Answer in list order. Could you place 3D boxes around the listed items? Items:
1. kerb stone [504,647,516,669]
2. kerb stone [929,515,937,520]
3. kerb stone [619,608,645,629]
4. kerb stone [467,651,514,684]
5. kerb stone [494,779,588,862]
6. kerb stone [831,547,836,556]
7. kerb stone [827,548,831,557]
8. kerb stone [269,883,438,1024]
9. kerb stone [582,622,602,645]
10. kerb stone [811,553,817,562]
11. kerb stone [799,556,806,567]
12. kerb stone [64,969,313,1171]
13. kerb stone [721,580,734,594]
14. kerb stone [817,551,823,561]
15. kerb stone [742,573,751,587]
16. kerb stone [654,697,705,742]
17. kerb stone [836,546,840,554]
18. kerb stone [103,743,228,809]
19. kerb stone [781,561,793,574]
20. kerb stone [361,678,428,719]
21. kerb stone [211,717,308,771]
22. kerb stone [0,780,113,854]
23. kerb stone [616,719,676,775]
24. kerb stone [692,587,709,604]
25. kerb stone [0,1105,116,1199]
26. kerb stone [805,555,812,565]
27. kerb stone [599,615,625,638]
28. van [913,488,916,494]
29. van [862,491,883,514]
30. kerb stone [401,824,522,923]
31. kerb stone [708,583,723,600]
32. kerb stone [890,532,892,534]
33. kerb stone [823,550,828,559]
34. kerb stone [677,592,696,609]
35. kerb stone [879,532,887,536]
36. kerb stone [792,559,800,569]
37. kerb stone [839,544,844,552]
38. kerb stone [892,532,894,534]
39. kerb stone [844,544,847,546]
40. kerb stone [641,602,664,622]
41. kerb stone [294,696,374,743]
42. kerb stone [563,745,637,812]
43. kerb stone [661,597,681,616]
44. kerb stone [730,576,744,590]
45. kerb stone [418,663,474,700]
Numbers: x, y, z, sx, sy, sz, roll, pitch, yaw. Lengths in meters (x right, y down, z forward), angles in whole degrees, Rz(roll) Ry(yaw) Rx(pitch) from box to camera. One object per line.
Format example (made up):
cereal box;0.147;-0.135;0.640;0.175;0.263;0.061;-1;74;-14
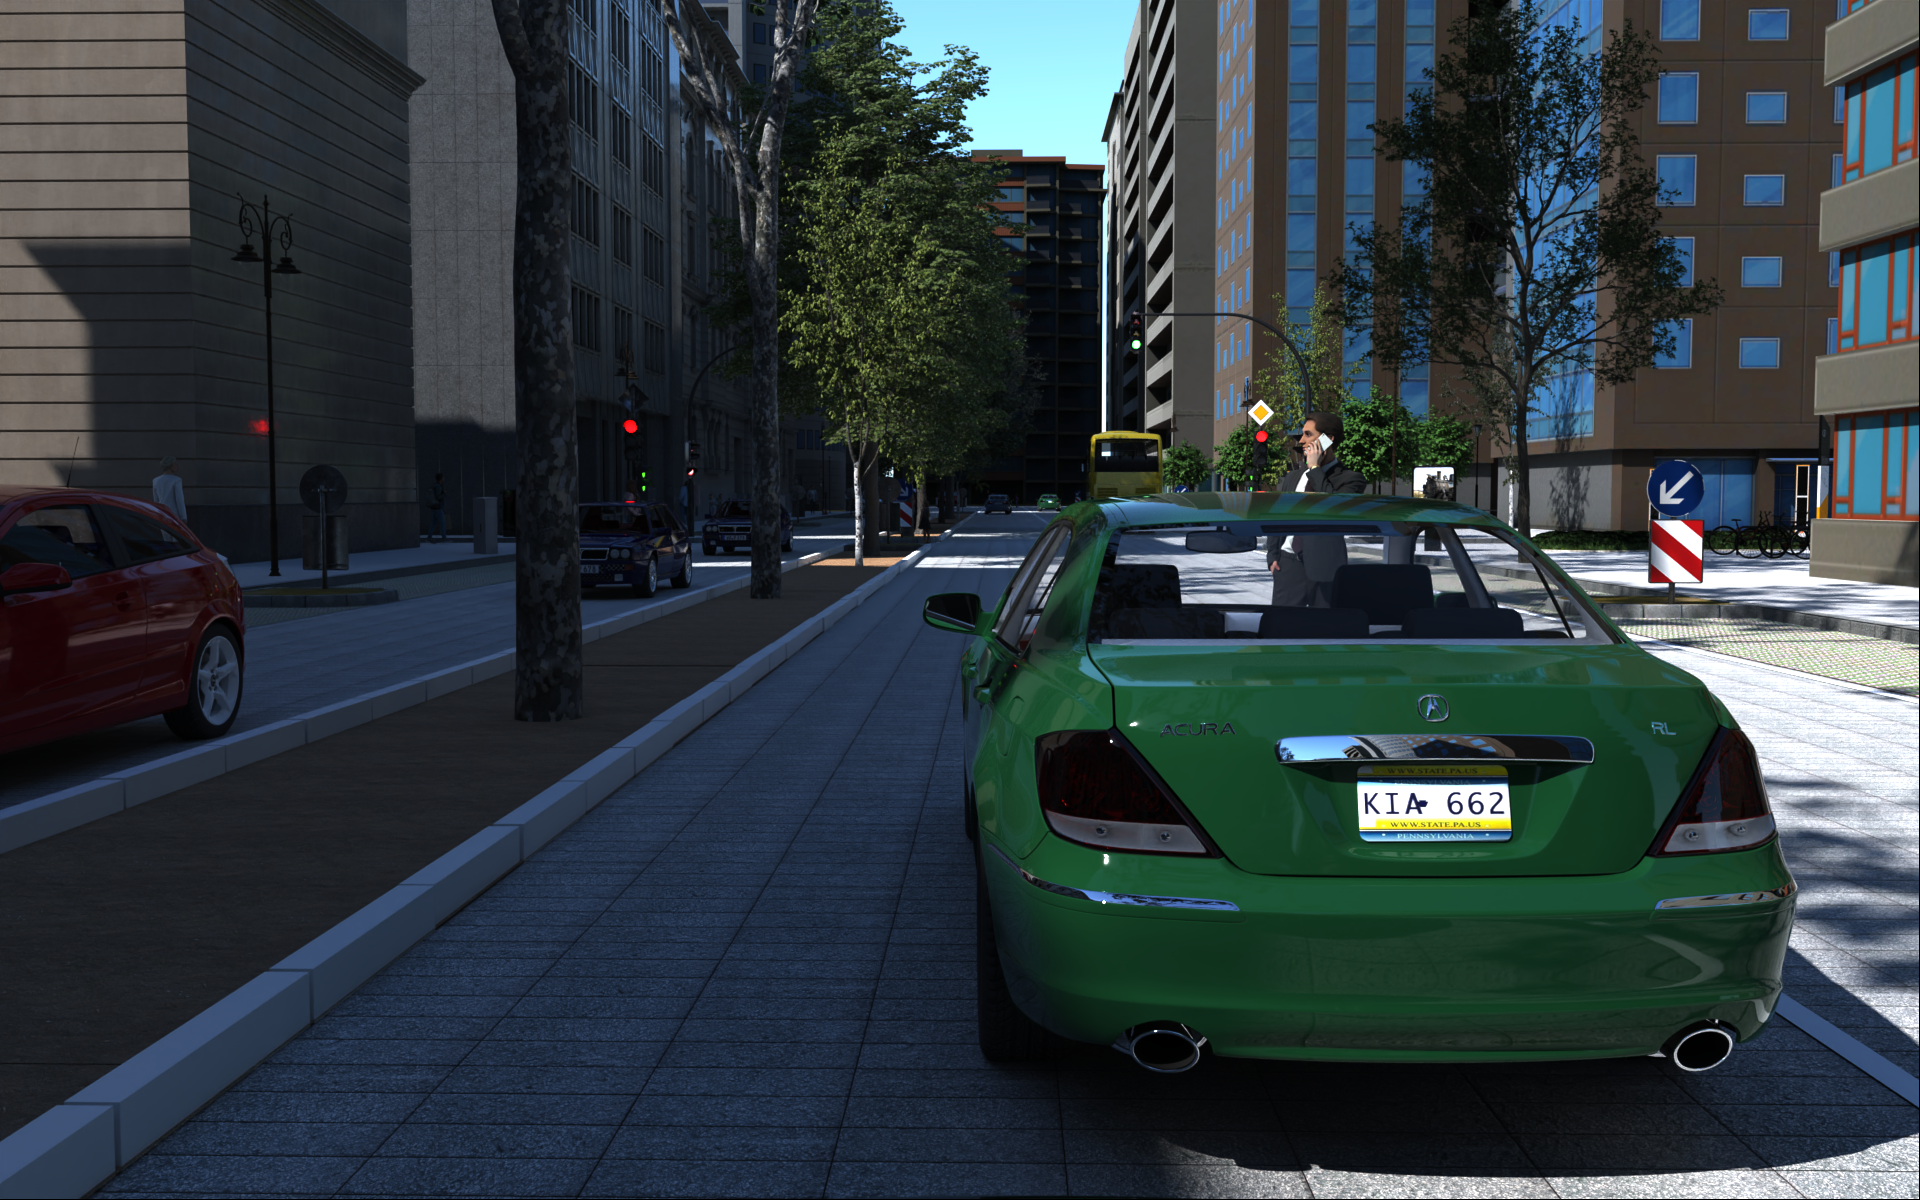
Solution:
kerb stone;-3.668;0.472;14.482;0.120;0.150;1.000;0;4;1
kerb stone;-1.539;-4.767;100.130;0.120;0.150;1.000;0;4;1
kerb stone;-3.566;0.221;18.583;0.120;0.150;1.000;0;4;1
kerb stone;-3.690;0.536;13.457;0.120;0.150;1.000;0;4;1
kerb stone;-1.743;0.915;7.235;0.120;0.150;1.000;0;4;1
kerb stone;-3.028;-1.090;40.094;0.120;0.150;1.000;0;4;1
kerb stone;-3.066;-1.029;39.072;0.120;0.150;1.000;0;4;1
kerb stone;-1.794;1.041;5.182;0.120;0.150;1.000;0;4;1
kerb stone;-3.621;0.347;16.536;0.120;0.150;1.000;0;4;1
kerb stone;-3.130;-0.842;36.001;0.120;0.150;1.000;0;4;1
kerb stone;-3.178;-0.719;33.958;0.120;0.150;1.000;0;4;1
kerb stone;-1.821;1.105;4.160;0.120;0.150;1.000;0;4;1
kerb stone;-3.408;-0.151;24.744;0.120;0.150;1.000;0;4;1
kerb stone;-3.103;-0.904;37.023;0.120;0.150;1.000;0;4;1
kerb stone;-3.360;-0.279;26.787;0.120;0.150;1.000;0;4;1
kerb stone;-1.680;0.727;10.317;0.120;0.150;1.000;0;4;1
kerb stone;-3.010;-1.152;41.123;0.120;0.150;1.000;0;4;1
kerb stone;-3.818;0.848;8.329;0.120;0.150;1.000;0;4;1
kerb stone;-3.240;-0.594;31.908;0.120;0.150;1.000;0;4;1
kerb stone;-3.746;0.660;11.405;0.120;0.150;1.000;0;4;1
kerb stone;-3.800;0.787;9.359;0.120;0.150;1.000;0;4;1
kerb stone;-3.840;0.915;7.303;0.120;0.150;1.000;0;4;1
kerb stone;-1.693;0.790;9.292;0.120;0.150;1.000;0;4;1
kerb stone;-3.466;-0.031;22.701;0.120;0.150;1.000;0;4;1
kerb stone;-1.848;1.166;3.139;0.120;0.150;1.000;0;4;1
kerb stone;-3.159;-0.776;34.980;0.120;0.150;1.000;0;4;1
kerb stone;-3.588;0.288;17.561;0.120;0.150;1.000;0;4;1
van;-3.447;-7.101;123.112;2.013;2.044;4.112;0;4;2
van;-6.214;-7.111;123.271;2.013;2.044;4.112;0;4;1
kerb stone;-1.778;0.981;6.212;0.120;0.150;1.000;0;4;1
kerb stone;-3.429;-0.093;23.722;0.120;0.150;1.000;0;4;1
kerb stone;-2.533;-2.317;60.103;0.120;0.150;1.000;0;4;1
kerb stone;-3.076;-0.969;38.050;0.120;0.150;1.000;0;4;1
kerb stone;-3.489;0.032;21.679;0.120;0.150;1.000;0;4;1
kerb stone;-2.585;-2.191;58.059;0.120;0.150;1.000;0;4;1
kerb stone;-3.216;-0.657;32.937;0.120;0.150;1.000;0;4;1
kerb stone;-2.981;-1.221;42.152;0.120;0.150;1.000;0;4;1
kerb stone;-2.514;-2.381;61.124;0.120;0.150;1.000;0;4;1
kerb stone;-2.959;-1.284;43.182;0.120;0.150;1.000;0;4;1
kerb stone;-3.541;0.158;19.613;0.120;0.150;1.000;0;4;1
kerb stone;-3.768;0.723;10.382;0.120;0.150;1.000;0;4;1
kerb stone;-1.720;0.853;8.256;0.120;0.150;1.000;0;4;1
kerb stone;-3.512;0.096;20.650;0.120;0.150;1.000;0;4;1
kerb stone;-3.393;-0.218;25.766;0.120;0.150;1.000;0;4;1
kerb stone;-3.720;0.597;12.435;0.120;0.150;1.000;0;4;1
